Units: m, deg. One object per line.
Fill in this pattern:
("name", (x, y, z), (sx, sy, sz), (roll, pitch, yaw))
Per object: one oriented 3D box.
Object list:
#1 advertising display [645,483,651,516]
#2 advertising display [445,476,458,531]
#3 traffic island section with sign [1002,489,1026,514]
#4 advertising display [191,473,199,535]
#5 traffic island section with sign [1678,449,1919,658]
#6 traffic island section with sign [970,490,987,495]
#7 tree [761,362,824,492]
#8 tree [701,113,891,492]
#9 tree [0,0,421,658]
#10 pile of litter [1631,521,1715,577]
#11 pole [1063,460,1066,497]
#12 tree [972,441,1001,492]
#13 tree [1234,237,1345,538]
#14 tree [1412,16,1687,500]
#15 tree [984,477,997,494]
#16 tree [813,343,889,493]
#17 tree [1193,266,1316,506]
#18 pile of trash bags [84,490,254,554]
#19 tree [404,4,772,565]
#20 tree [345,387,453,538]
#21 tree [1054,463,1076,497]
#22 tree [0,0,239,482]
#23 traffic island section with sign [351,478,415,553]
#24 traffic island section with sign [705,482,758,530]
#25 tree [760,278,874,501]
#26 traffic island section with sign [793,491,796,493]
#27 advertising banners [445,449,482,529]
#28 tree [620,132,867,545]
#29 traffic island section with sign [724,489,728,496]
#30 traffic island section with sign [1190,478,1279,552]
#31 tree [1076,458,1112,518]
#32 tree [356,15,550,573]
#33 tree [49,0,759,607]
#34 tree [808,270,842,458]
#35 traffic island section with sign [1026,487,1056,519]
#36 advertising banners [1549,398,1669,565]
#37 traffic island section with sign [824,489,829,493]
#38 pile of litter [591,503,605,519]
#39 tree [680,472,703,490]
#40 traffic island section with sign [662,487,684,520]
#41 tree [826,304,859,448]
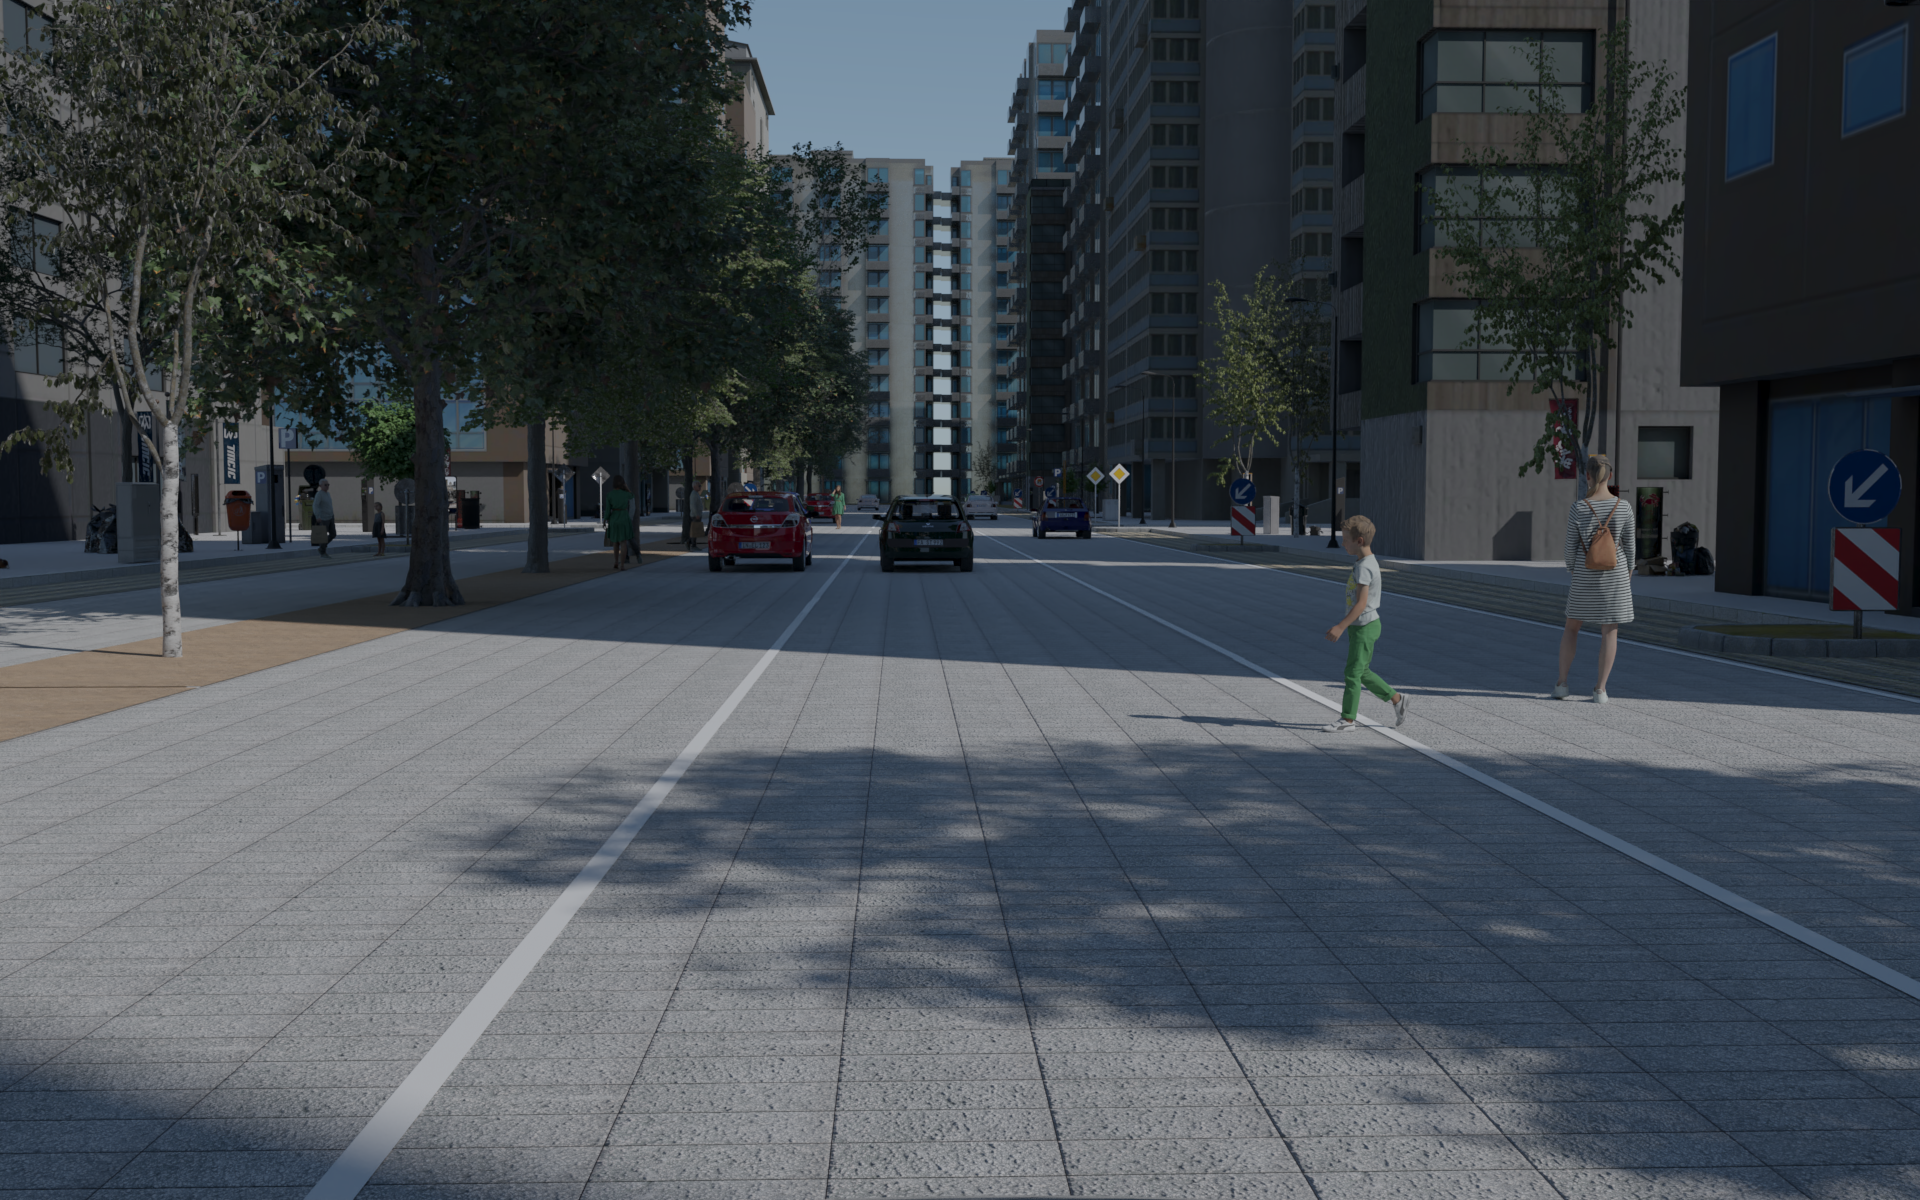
("advertising display", (-18.250, -5.876, 101.285), (0.123, 1.923, 0.974), (0, 4, 2))
("advertising display", (-17.992, -3.368, 60.281), (0.974, 1.923, 0.123), (-2, 4, -31))
("traffic island section with sign", (4.038, -7.153, 125.586), (1.989, 1.847, 2.006), (0, 4, -2))
("advertising display", (-23.956, -2.999, 54.253), (0.123, 1.923, 0.974), (-2, 4, -30))
("traffic island section with sign", (7.833, -0.452, 16.025), (1.989, 1.847, 2.006), (0, 4, -2))
("traffic island section with sign", (2.292, -10.252, 176.245), (1.989, 1.847, 2.006), (0, 4, -2))
("tree", (-9.415, -8.723, 95.444), (4.360, 8.622, 3.978), (0, 3, 0))
("tree", (-10.225, -13.954, 86.490), (12.611, 20.169, 13.585), (0, 3, 0))
("tree", (-6.911, -3.810, 15.119), (4.360, 8.622, 3.978), (0, 3, 0))
("pile of litter", (11.245, -0.827, 27.481), (1.719, 0.858, 1.176), (-1, 4, -19))
("pole", (6.346, -6.807, 105.140), (0.158, 3.312, 0.155), (0, 3, 0))
("tree", (3.259, -16.902, 226.704), (4.360, 8.622, 3.978), (0, 3, 0))
("tree", (10.106, -6.130, 50.586), (4.360, 8.622, 3.978), (0, 3, 0))
("tree", (9.416, -4.670, 26.712), (4.737, 8.622, 4.395), (0, 3, 0))
("tree", (3.458, -12.613, 200.827), (1.663, 3.219, 1.824), (0, 3, 0))
("tree", (-10.578, -13.497, 133.503), (12.009, 13.543, 11.850), (0, 3, 0))
("tree", (9.478, -6.506, 56.740), (4.737, 8.622, 4.395), (0, 3, 0))
("pile of trash bags", (-17.524, -1.755, 38.446), (3.447, 1.369, 1.912), (-2, 4, -28))
("tree", (-7.722, -7.313, 40.157), (7.486, 12.596, 7.792), (0, 3, 0))
("tree", (-16.614, -4.141, 51.424), (4.285, 4.588, 4.351), (0, 3, 0))
("tree", (6.972, -6.981, 108.742), (1.663, 3.219, 1.824), (0, 3, 0))
("tree", (-16.078, -6.015, 32.760), (8.767, 10.594, 7.601), (0, 4, 3))
("traffic island section with sign", (-13.842, -2.106, 43.064), (1.989, 1.847, 2.006), (0, 4, -2))
("traffic island section with sign", (-8.555, -3.520, 65.691), (2.006, 1.907, 1.989), (0, 4, -2))
("tree", (-9.542, -11.827, 102.476), (9.857, 13.997, 8.962), (0, 3, 0))
("traffic island section with sign", (-19.339, -11.863, 202.590), (1.989, 1.847, 2.006), (0, 4, -2))
("advertising banners", (-18.668, -4.195, 64.777), (2.074, 3.025, 0.090), (2, 4, 31))
("tree", (-7.664, -7.387, 48.983), (9.928, 11.665, 9.643), (0, 3, 0))
("traffic island section with sign", (-16.671, -7.132, 125.230), (1.989, 1.847, 2.006), (0, 4, -2))
("traffic island section with sign", (6.870, -2.142, 43.645), (1.989, 1.847, 2.006), (0, 4, -2))
("tree", (7.383, -6.033, 93.235), (1.663, 3.219, 1.824), (0, 3, 0))
("tree", (-7.776, -6.780, 31.438), (7.486, 12.596, 7.792), (0, 3, 0))
("tree", (-6.823, -6.276, 22.075), (9.611, 12.733, 9.660), (0, 3, 0))
("tree", (-9.109, -9.544, 76.625), (7.486, 12.596, 7.792), (0, 3, 0))
("traffic island section with sign", (4.976, -5.498, 98.521), (1.989, 1.847, 2.006), (0, 4, -2))
("advertising banners", (11.716, -2.151, 31.358), (2.074, 3.025, 0.090), (2, 4, 24))
("traffic island section with sign", (-11.402, -8.566, 148.188), (2.006, 1.907, 1.989), (0, 4, -2))
("pile of litter", (-18.795, -4.723, 91.194), (1.176, 0.858, 1.719), (-2, 4, -34))
("tree", (-19.868, -8.132, 127.565), (1.663, 3.219, 1.824), (0, 3, 0))
("traffic island section with sign", (-15.727, -5.455, 97.819), (1.989, 1.847, 2.006), (0, 4, -2))
("tree", (-8.316, -8.521, 58.785), (9.611, 12.733, 9.660), (0, 3, 0))
